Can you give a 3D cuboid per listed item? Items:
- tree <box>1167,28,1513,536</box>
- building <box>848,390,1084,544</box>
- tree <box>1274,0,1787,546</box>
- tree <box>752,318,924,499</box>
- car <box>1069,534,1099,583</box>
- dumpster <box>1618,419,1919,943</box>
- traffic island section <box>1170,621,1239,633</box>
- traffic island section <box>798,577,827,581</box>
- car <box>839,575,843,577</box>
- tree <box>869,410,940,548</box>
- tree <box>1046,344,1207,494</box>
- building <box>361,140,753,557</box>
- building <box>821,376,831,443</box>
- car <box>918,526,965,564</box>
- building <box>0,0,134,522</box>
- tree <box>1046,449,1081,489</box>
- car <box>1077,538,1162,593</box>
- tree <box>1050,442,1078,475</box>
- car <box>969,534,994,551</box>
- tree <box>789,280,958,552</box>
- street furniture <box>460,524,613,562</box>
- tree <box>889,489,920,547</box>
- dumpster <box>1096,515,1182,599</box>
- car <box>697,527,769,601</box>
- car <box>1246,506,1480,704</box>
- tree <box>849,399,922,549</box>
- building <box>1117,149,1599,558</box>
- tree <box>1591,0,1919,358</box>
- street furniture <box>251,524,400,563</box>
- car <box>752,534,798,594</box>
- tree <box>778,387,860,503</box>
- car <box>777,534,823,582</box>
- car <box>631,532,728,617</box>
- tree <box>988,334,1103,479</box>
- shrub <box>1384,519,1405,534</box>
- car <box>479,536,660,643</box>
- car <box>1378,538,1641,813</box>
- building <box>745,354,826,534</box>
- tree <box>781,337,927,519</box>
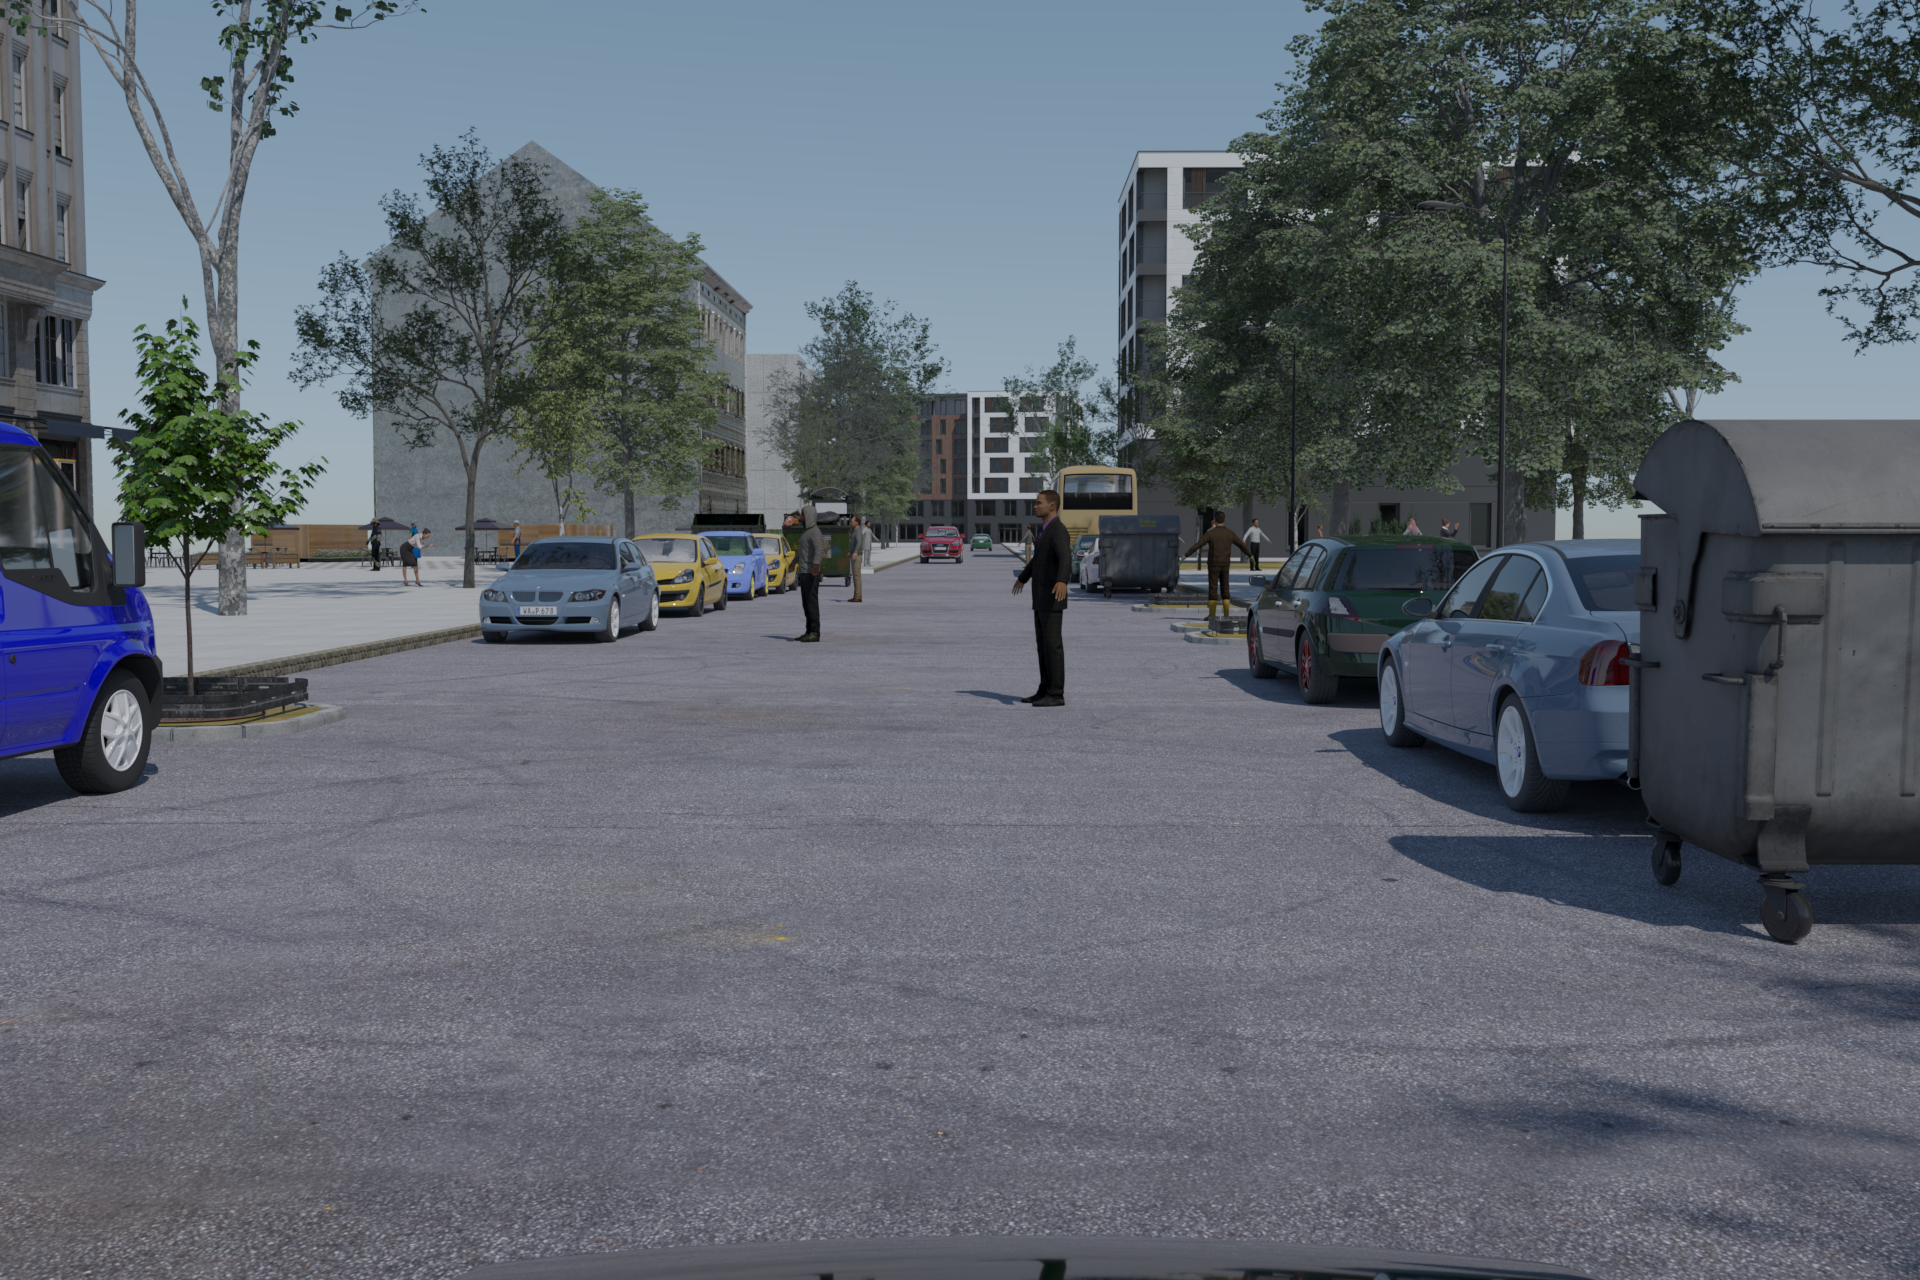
[{"bbox_3d":[10.110,-8.489,45.449,9.857,13.997,8.962,0,3,0],"label":"tree"},{"bbox_3d":[1.309,-25.283,259.807,32.646,21.610,27.936,1,4,10],"label":"building"},{"bbox_3d":[10.261,-7.672,32.088,9.857,13.997,8.962,0,3,0],"label":"tree"},{"bbox_3d":[-7.063,-11.493,98.279,12.009,13.543,11.850,0,3,0],"label":"tree"},{"bbox_3d":[4.155,-2.491,52.528,2.131,1.459,4.920,0,3,0],"label":"car"},{"bbox_3d":[3.593,0.103,6.532,1.865,1.857,1.264,0,4,0],"label":"dumpster"},{"bbox_3d":[4.156,-0.173,25.700,1.991,0.108,1.994,0,4,1],"label":"traffic island section"},{"bbox_3d":[-5.134,-1.867,53.389,1.991,0.108,1.994,0,4,1],"label":"traffic island section"},{"bbox_3d":[-4.632,-3.057,58.786,1.959,1.807,4.718,0,4,1],"label":"car"},{"bbox_3d":[-6.607,-15.233,159.429,12.009,13.543,11.850,0,3,0],"label":"tree"},{"bbox_3d":[8.354,-9.279,86.129,8.767,10.594,7.601,1,4,10],"label":"tree"},{"bbox_3d":[-23.657,-16.840,106.257,19.493,23.208,18.063,0,4,1],"label":"building"},{"bbox_3d":[-21.470,-21.505,208.018,16.016,20.090,11.380,0,4,1],"label":"building"},{"bbox_3d":[-0.882,-4.679,85.181,2.281,1.827,5.304,0,4,1],"label":"car"},{"bbox_3d":[-31.544,-18.348,46.104,12.429,33.558,17.177,0,4,1],"label":"building"},{"bbox_3d":[8.583,-11.906,145.027,4.360,8.622,3.978,0,3,0],"label":"tree"},{"bbox_3d":[4.019,-1.908,43.563,2.083,1.381,4.827,0,4,1],"label":"car"},{"bbox_3d":[8.724,-11.048,130.999,4.737,8.622,4.395,0,3,0],"label":"tree"},{"bbox_3d":[1.782,-8.189,145.691,2.131,1.459,4.920,0,4,0],"label":"car"},{"bbox_3d":[-6.545,-16.609,127.447,12.611,20.169,13.585,0,3,0],"label":"tree"},{"bbox_3d":[-17.919,-4.610,82.227,9.812,1.723,11.010,1,4,8],"label":"street furniture"},{"bbox_3d":[-6.344,-13.356,168.732,4.360,8.622,3.978,0,3,0],"label":"tree"},{"bbox_3d":[4.011,-1.879,38.934,1.865,1.857,1.264,0,4,1],"label":"dumpster"},{"bbox_3d":[-5.268,-1.764,38.427,1.945,1.707,3.694,0,4,1],"label":"car"},{"bbox_3d":[3.755,-0.379,15.983,2.009,1.686,4.222,0,3,0],"label":"car"},{"bbox_3d":[-6.668,-13.822,144.110,7.486,12.596,7.792,0,3,0],"label":"tree"},{"bbox_3d":[23.669,-16.193,108.732,27.936,21.610,32.646,0,4,1],"label":"building"},{"bbox_3d":[10.025,-5.022,16.516,8.767,10.594,7.601,3,4,38],"label":"tree"},{"bbox_3d":[-29.623,-4.582,81.768,9.812,1.723,11.010,1,4,14],"label":"street furniture"},{"bbox_3d":[-4.992,-1.975,42.508,2.015,1.641,3.980,0,4,1],"label":"car"},{"bbox_3d":[-7.244,-8.359,87.030,4.360,8.622,3.978,0,3,0],"label":"tree"},{"bbox_3d":[-4.955,-2.472,50.198,2.009,1.686,4.222,0,4,1],"label":"car"},{"bbox_3d":[-5.277,-1.281,31.164,2.015,1.641,3.980,0,4,1],"label":"car"},{"bbox_3d":[8.974,-19.005,166.628,12.611,20.169,13.585,0,3,0],"label":"tree"},{"bbox_3d":[20.297,-4.667,80.730,1.690,2.028,1.600,0,3,0],"label":"shrub"},{"bbox_3d":[-5.396,-0.759,24.417,2.014,1.417,4.499,0,4,1],"label":"car"},{"bbox_3d":[3.728,0.111,10.183,2.014,1.417,4.499,0,4,1],"label":"car"},{"bbox_3d":[-24.051,-19.548,186.061,16.747,18.905,31.486,0,4,1],"label":"building"},{"bbox_3d":[-7.015,-12.600,112.667,9.857,13.997,8.962,0,3,0],"label":"tree"}]
